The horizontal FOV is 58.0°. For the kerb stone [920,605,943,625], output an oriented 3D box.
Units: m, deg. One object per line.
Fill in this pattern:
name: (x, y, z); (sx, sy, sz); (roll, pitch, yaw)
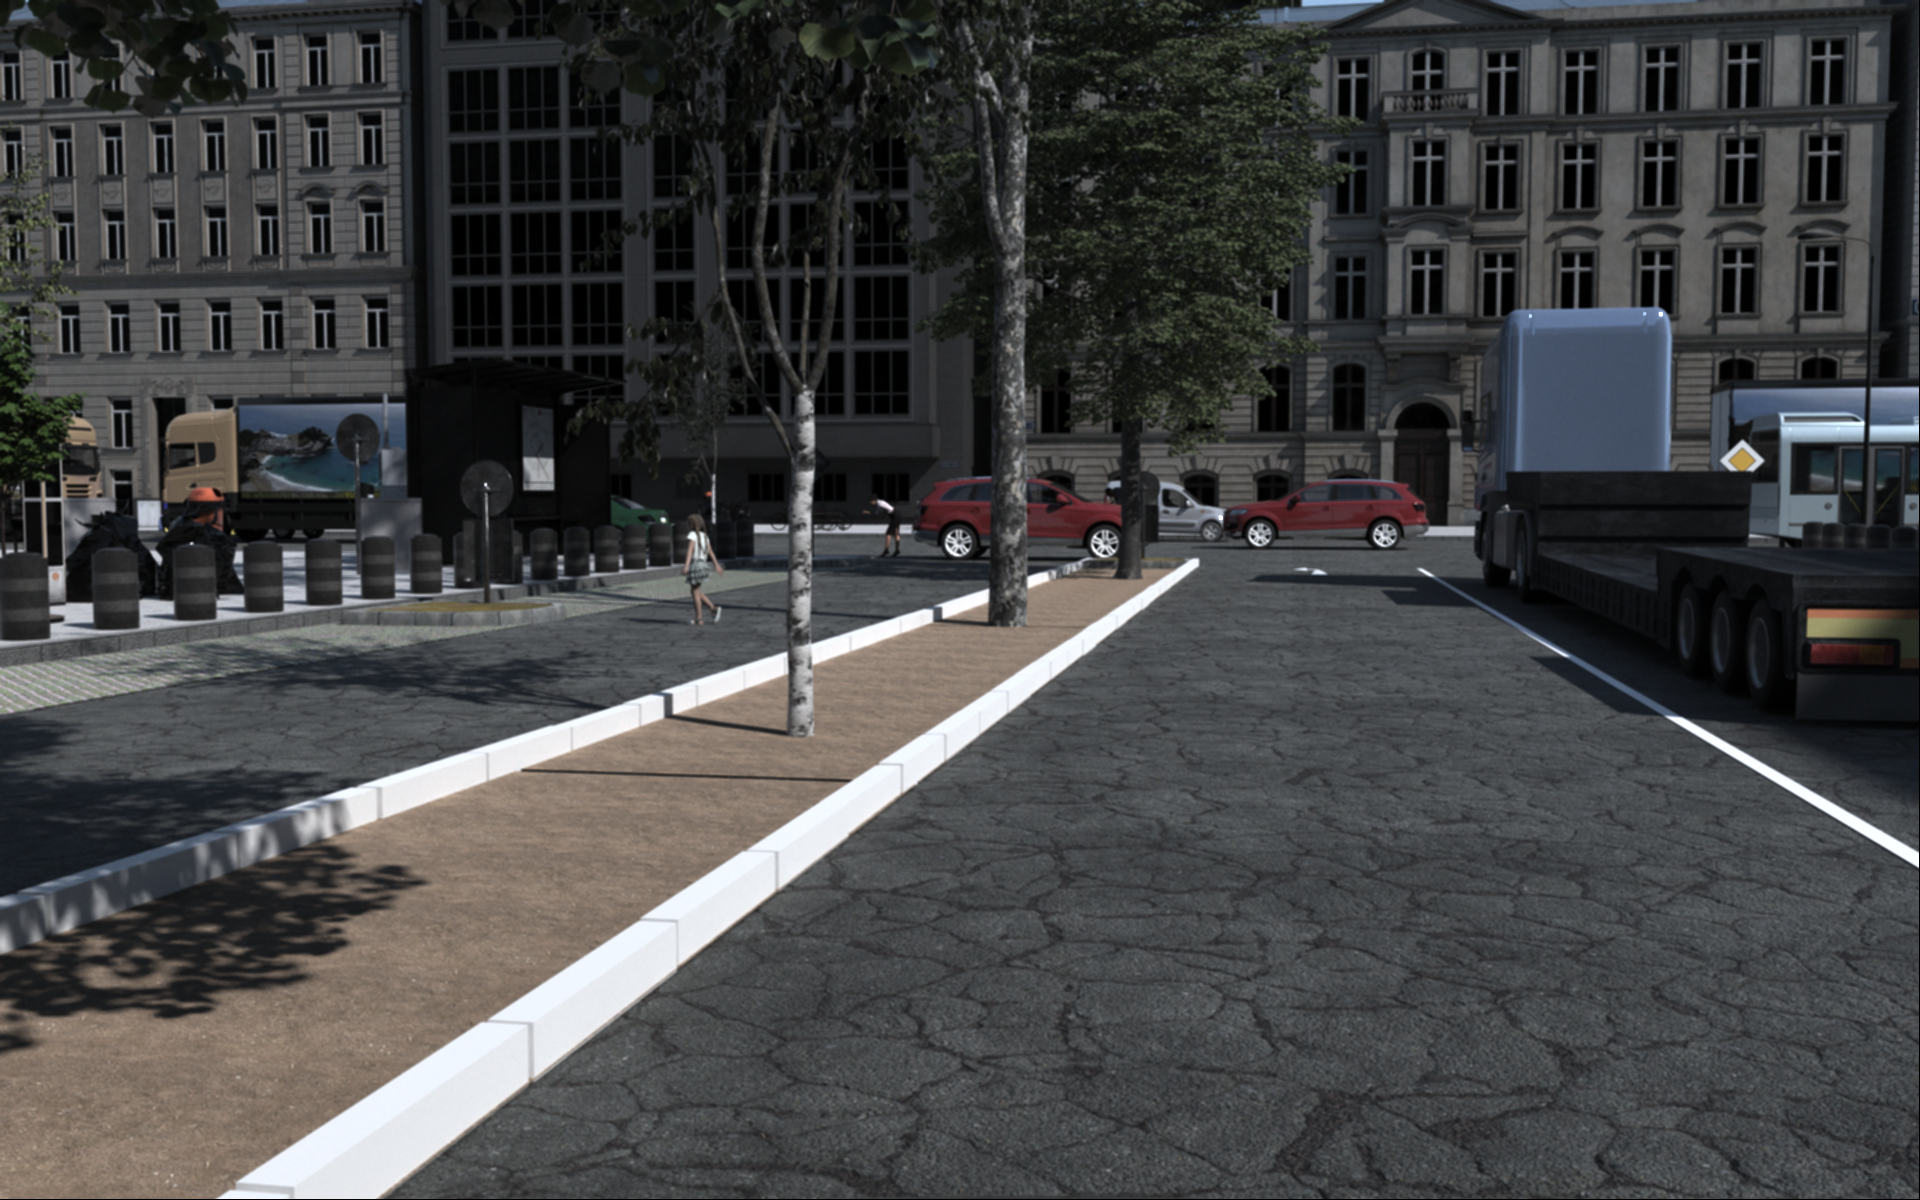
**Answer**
kerb stone: (-0.372, 0.187, 19.182); (0.120, 0.150, 1.000); (1, 4, 11)

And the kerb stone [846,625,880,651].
kerb stone: (-0.948, 0.369, 16.161); (0.120, 0.150, 1.000); (1, 4, 11)

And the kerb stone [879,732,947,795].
kerb stone: (-0.235, 0.822, 8.748); (0.120, 0.150, 1.000); (1, 4, 11)

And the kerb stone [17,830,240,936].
kerb stone: (-2.889, 0.986, 6.071); (0.120, 0.150, 1.000); (1, 4, 11)

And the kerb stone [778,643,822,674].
kerb stone: (-1.336, 0.492, 14.149); (0.120, 0.150, 1.000); (1, 4, 11)

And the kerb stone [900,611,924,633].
kerb stone: (-0.564, 0.246, 18.175); (0.120, 0.150, 1.000); (1, 4, 11)

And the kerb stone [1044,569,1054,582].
kerb stone: (1.361, -0.371, 28.253); (0.120, 0.150, 1.000); (1, 4, 11)

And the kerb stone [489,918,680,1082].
kerb stone: (-1.002, 1.071, 4.717); (0.120, 0.150, 1.000); (1, 4, 11)

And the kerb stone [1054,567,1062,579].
kerb stone: (1.559, -0.431, 29.259); (0.120, 0.150, 1.000); (1, 4, 11)

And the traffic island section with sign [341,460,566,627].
traffic island section with sign: (-5.585, -0.670, 19.578); (1.989, 1.847, 2.006); (1, 4, 11)

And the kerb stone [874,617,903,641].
kerb stone: (-0.761, 0.309, 17.168); (0.120, 0.150, 1.000); (1, 4, 11)

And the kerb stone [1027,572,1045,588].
kerb stone: (1.166, -0.309, 27.243); (0.120, 0.150, 1.000); (1, 4, 11)

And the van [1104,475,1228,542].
van: (6.389, -2.793, 52.682); (4.112, 2.044, 2.013); (1, 4, 12)

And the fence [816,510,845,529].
fence: (-4.826, -3.042, 65.110); (0.278, 0.683, 2.069); (-2, 4, -31)

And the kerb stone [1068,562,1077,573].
kerb stone: (1.949, -0.555, 31.272); (0.120, 0.150, 1.000); (1, 4, 11)

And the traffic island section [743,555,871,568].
traffic island section: (-2.990, -0.772, 34.907); (2.009, 0.180, 2.903); (1, 4, 11)

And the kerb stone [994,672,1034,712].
kerb stone: (0.351, 0.637, 11.784); (0.120, 0.150, 1.000); (1, 4, 11)

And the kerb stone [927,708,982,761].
kerb stone: (-0.037, 0.760, 9.764); (0.120, 0.150, 1.000); (1, 4, 11)

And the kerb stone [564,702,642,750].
kerb stone: (-2.113, 0.747, 10.108); (0.120, 0.150, 1.000); (1, 4, 11)

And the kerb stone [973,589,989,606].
kerb stone: (0.203, 0.000, 22.206); (0.120, 0.150, 1.000); (1, 4, 11)

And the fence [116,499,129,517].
fence: (-16.837, -1.407, 34.213); (2.264, 1.192, 0.480); (3, 5, 43)

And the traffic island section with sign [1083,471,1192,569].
traffic island section with sign: (3.529, -1.576, 33.902); (2.006, 1.907, 1.989); (1, 4, 11)

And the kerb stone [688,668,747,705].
kerb stone: (-1.723, 0.616, 12.126); (0.120, 0.150, 1.000); (1, 4, 11)

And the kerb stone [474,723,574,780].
kerb stone: (-2.303, 0.801, 9.096); (0.120, 0.150, 1.000); (1, 4, 11)

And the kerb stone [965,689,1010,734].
kerb stone: (0.155, 0.701, 10.773); (0.120, 0.150, 1.000); (1, 4, 11)

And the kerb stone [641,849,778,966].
kerb stone: (-0.815, 1.007, 5.724); (0.120, 0.150, 1.000); (1, 4, 11)

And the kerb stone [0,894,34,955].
kerb stone: (-3.080, 1.049, 5.062); (0.120, 0.150, 1.000); (1, 4, 11)

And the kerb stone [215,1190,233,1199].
kerb stone: (-1.384, 1.195, 2.704); (0.120, 0.150, 1.000); (1, 4, 11)

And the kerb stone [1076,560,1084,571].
kerb stone: (2.136, -0.616, 32.280); (0.120, 0.150, 1.000); (1, 4, 11)

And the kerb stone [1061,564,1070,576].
kerb stone: (1.751, -0.488, 30.267); (0.120, 0.150, 1.000); (1, 4, 11)

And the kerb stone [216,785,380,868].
kerb stone: (-2.698, 0.925, 7.078); (0.120, 0.150, 1.000); (1, 4, 11)

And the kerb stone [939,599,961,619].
kerb stone: (-0.172, 0.123, 20.186); (0.120, 0.150, 1.000); (1, 4, 11)

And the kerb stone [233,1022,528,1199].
kerb stone: (-1.197, 1.131, 3.711); (0.120, 0.150, 1.000); (1, 4, 11)

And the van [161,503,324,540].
van: (-22.891, -3.145, 55.804); (5.245, 2.365, 2.240); (1, 4, 13)

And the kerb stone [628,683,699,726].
kerb stone: (-1.919, 0.680, 11.118); (0.120, 0.150, 1.000); (1, 4, 11)

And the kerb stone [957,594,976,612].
kerb stone: (0.013, 0.061, 21.194); (0.120, 0.150, 1.000); (1, 4, 11)

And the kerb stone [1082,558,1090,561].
kerb stone: (2.323, -0.672, 33.287); (0.120, 0.150, 1.000); (1, 4, 11)

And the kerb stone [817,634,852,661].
kerb stone: (-1.148, 0.433, 15.156); (0.120, 0.150, 1.000); (1, 4, 11)

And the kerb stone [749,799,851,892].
kerb stone: (-0.617, 0.948, 6.735); (0.120, 0.150, 1.000); (1, 4, 11)

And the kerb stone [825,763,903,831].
kerb stone: (-0.435, 0.891, 7.743); (0.120, 0.150, 1.000); (1, 4, 11)

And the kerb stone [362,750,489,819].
kerb stone: (-2.496, 0.863, 8.090); (0.120, 0.150, 1.000); (1, 4, 11)

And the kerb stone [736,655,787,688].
kerb stone: (-1.534, 0.554, 13.135); (0.120, 0.150, 1.000); (1, 4, 11)
